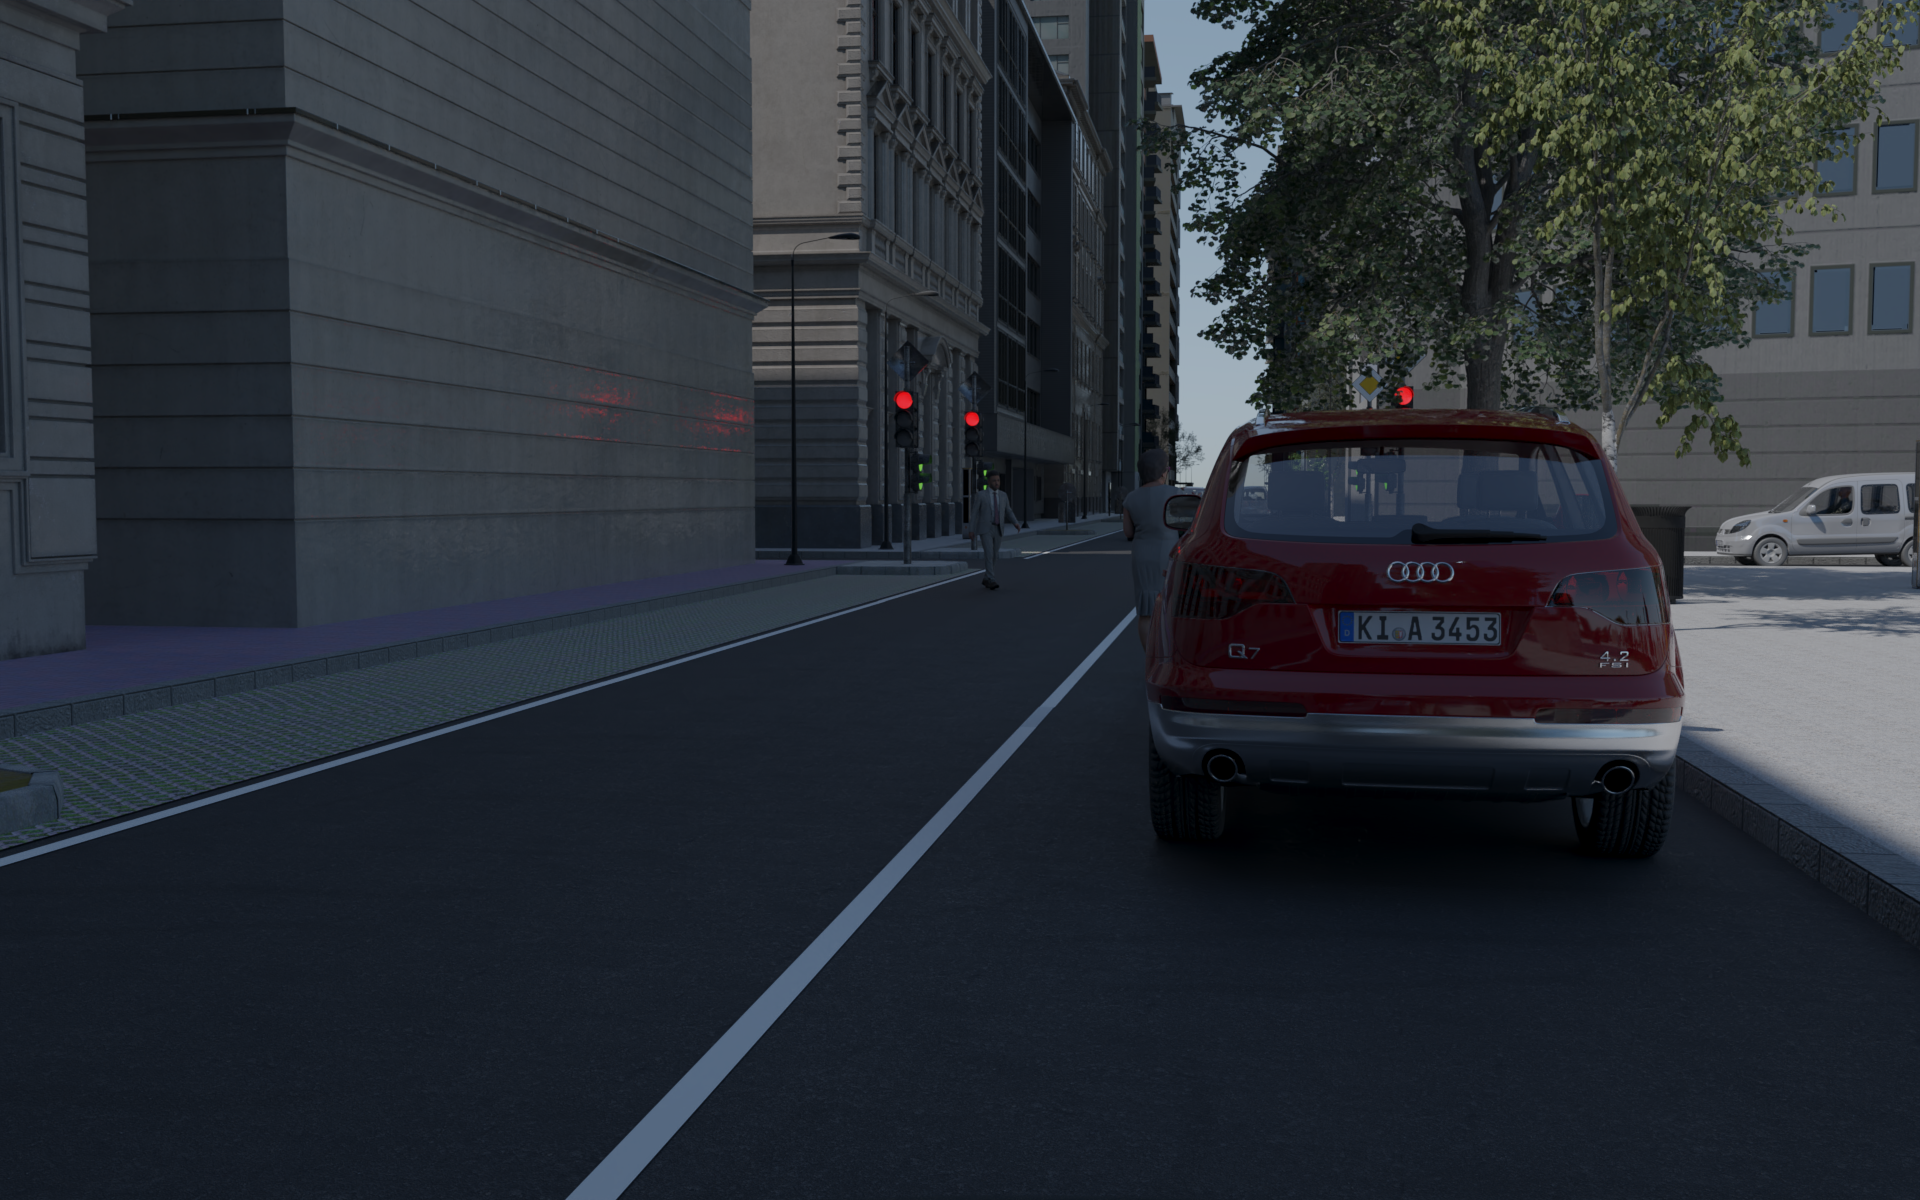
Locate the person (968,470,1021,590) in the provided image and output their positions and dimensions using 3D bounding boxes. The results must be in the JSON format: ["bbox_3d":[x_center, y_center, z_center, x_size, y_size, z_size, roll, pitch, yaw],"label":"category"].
[{"bbox_3d":[0.485,-1.059,26.086,0.678,1.792,0.850,-2,4,-24],"label":"person"}]

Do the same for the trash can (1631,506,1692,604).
[{"bbox_3d":[8.175,-0.531,20.330,0.748,1.137,0.748,0,3,0],"label":"trash can"}]

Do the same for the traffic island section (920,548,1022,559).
[{"bbox_3d":[0.305,-1.067,39.724,2.009,0.180,2.903,1,4,9],"label":"traffic island section"}]

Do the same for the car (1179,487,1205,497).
[{"bbox_3d":[11.779,-4.872,88.326,2.281,1.827,5.304,1,4,9],"label":"car"}]

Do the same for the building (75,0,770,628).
[{"bbox_3d":[-26.217,-15.319,26.875,44.131,29.872,17.030,1,4,9],"label":"building"}]

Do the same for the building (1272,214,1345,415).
[{"bbox_3d":[35.825,-23.691,159.046,14.160,30.474,14.107,1,4,9],"label":"building"}]

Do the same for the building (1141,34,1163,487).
[{"bbox_3d":[7.773,-31.227,165.189,22.147,44.769,28.867,1,4,9],"label":"building"}]

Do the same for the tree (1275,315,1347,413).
[{"bbox_3d":[14.892,-7.291,69.570,4.360,8.622,3.978,0,3,0],"label":"tree"}]

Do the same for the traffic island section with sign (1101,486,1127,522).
[{"bbox_3d":[8.228,-4.856,88.028,1.989,1.847,2.006,1,4,9],"label":"traffic island section with sign"}]

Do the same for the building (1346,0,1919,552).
[{"bbox_3d":[25.315,-30.770,45.081,28.212,58.520,21.231,1,4,9],"label":"building"}]

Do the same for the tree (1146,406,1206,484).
[{"bbox_3d":[21.782,-15.174,182.503,8.767,10.594,7.601,1,4,13],"label":"tree"}]

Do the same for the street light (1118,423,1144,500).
[{"bbox_3d":[11.337,-8.751,115.616,1.470,5.913,1.316,1,4,9],"label":"street light"}]

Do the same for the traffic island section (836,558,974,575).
[{"bbox_3d":[-0.986,-0.585,31.844,2.009,0.180,2.903,1,4,9],"label":"traffic island section"}]

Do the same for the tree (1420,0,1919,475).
[{"bbox_3d":[6.123,-3.986,15.526,4.737,8.622,4.395,0,3,0],"label":"tree"}]

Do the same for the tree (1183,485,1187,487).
[{"bbox_3d":[35.639,-16.975,272.139,1.663,3.219,1.824,0,3,0],"label":"tree"}]

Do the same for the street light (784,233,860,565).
[{"bbox_3d":[-2.459,-3.577,31.021,1.470,5.913,1.316,1,4,9],"label":"street light"}]

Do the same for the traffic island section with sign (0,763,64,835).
[{"bbox_3d":[-5.004,0.084,7.247,1.989,1.847,2.006,1,4,9],"label":"traffic island section with sign"}]

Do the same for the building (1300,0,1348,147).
[{"bbox_3d":[42.461,-45.017,174.277,20.563,71.187,20.611,1,4,9],"label":"building"}]

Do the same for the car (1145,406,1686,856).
[{"bbox_3d":[2.091,0.009,8.532,2.281,1.827,5.304,1,4,11],"label":"car"}]

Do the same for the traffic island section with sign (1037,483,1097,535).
[{"bbox_3d":[3.805,-3.207,61.063,1.989,1.847,2.006,1,4,9],"label":"traffic island section with sign"}]

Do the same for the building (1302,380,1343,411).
[{"bbox_3d":[29.964,-47.508,89.423,22.319,86.520,31.000,1,4,9],"label":"building"}]

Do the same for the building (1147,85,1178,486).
[{"bbox_3d":[14.985,-35.784,208.769,21.300,48.544,21.600,1,4,9],"label":"building"}]

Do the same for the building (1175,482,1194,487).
[{"bbox_3d":[18.809,-34.726,259.647,32.217,40.220,23.993,1,4,9],"label":"building"}]

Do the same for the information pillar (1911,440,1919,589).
[{"bbox_3d":[13.079,-1.156,23.390,0.304,2.012,0.304,1,4,17],"label":"information pillar"}]

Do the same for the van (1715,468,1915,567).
[{"bbox_3d":[16.984,-1.637,33.769,4.112,2.044,2.013,1,4,10],"label":"van"}]

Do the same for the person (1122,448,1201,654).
[{"bbox_3d":[1.626,-0.274,13.342,0.716,1.782,0.532,1,4,21],"label":"person"}]

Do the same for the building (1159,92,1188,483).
[{"bbox_3d":[15.787,-39.418,233.721,28.713,52.752,27.495,1,4,9],"label":"building"}]

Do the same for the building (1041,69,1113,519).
[{"bbox_3d":[1.844,-18.638,102.000,12.463,27.353,25.104,1,4,9],"label":"building"}]

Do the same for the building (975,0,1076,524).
[{"bbox_3d":[-3.479,-15.657,75.055,14.314,24.678,30.058,1,4,9],"label":"building"}]

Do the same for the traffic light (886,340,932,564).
[{"bbox_3d":[-0.948,-2.617,31.703,0.839,4.253,0.868,1,4,9],"label":"traffic light"}]

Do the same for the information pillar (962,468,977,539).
[{"bbox_3d":[0.272,-2.732,49.156,0.304,2.012,0.304,-3,5,-45],"label":"information pillar"}]

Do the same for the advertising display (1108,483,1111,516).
[{"bbox_3d":[8.662,-5.815,100.289,0.123,1.923,0.974,0,4,8],"label":"advertising display"}]

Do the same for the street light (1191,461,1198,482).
[{"bbox_3d":[32.550,-16.685,245.338,1.470,5.913,1.316,1,4,9],"label":"street light"}]

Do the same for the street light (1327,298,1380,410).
[{"bbox_3d":[9.158,-4.144,40.288,1.470,5.913,1.316,1,4,9],"label":"street light"}]

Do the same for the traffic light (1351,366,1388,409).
[{"bbox_3d":[8.992,-3.013,38.188,0.839,4.253,0.868,1,4,9],"label":"traffic light"}]

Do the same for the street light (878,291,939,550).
[{"bbox_3d":[-1.173,-4.115,39.823,1.470,5.913,1.316,1,4,9],"label":"street light"}]

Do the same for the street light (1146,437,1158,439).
[{"bbox_3d":[15.322,-10.272,140.480,1.470,5.913,1.316,1,4,9],"label":"street light"}]

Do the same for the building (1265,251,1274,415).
[{"bbox_3d":[55.705,-36.550,252.220,22.147,44.769,28.867,1,4,9],"label":"building"}]

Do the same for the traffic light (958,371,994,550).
[{"bbox_3d":[0.343,-3.099,39.583,0.839,4.253,0.868,1,4,9],"label":"traffic light"}]

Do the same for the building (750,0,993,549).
[{"bbox_3d":[-5.560,-13.508,49.739,11.050,23.489,19.941,1,4,9],"label":"building"}]

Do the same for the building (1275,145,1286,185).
[{"bbox_3d":[52.065,-36.910,227.178,21.300,48.544,21.600,1,4,9],"label":"building"}]

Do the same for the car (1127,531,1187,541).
[{"bbox_3d":[6.270,-2.617,54.582,2.131,1.459,4.920,1,4,9],"label":"car"}]

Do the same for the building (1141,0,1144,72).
[{"bbox_3d":[3.512,-31.584,140.102,21.300,48.544,21.600,1,4,9],"label":"building"}]

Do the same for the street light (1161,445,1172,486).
[{"bbox_3d":[19.303,-11.731,164.340,1.470,5.913,1.316,1,4,9],"label":"street light"}]

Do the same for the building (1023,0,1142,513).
[{"bbox_3d":[5.247,-26.792,121.641,14.154,41.232,14.086,1,4,9],"label":"building"}]

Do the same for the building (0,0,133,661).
[{"bbox_3d":[-13.670,-10.315,4.809,11.583,22.565,21.152,1,4,9],"label":"building"}]

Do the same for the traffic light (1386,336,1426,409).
[{"bbox_3d":[7.701,-2.531,30.307,0.839,4.253,0.868,1,4,9],"label":"traffic light"}]

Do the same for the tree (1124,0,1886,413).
[{"bbox_3d":[7.091,-7.110,22.896,9.857,13.997,8.962,0,3,0],"label":"tree"}]

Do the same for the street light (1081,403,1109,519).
[{"bbox_3d":[6.904,-7.091,88.481,1.470,5.913,1.316,1,4,9],"label":"street light"}]

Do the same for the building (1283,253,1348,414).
[{"bbox_3d":[39.939,-17.851,136.900,27.650,21.520,28.899,1,4,9],"label":"building"}]

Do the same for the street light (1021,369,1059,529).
[{"bbox_3d":[2.965,-5.616,64.364,1.470,5.913,1.316,1,4,9],"label":"street light"}]
